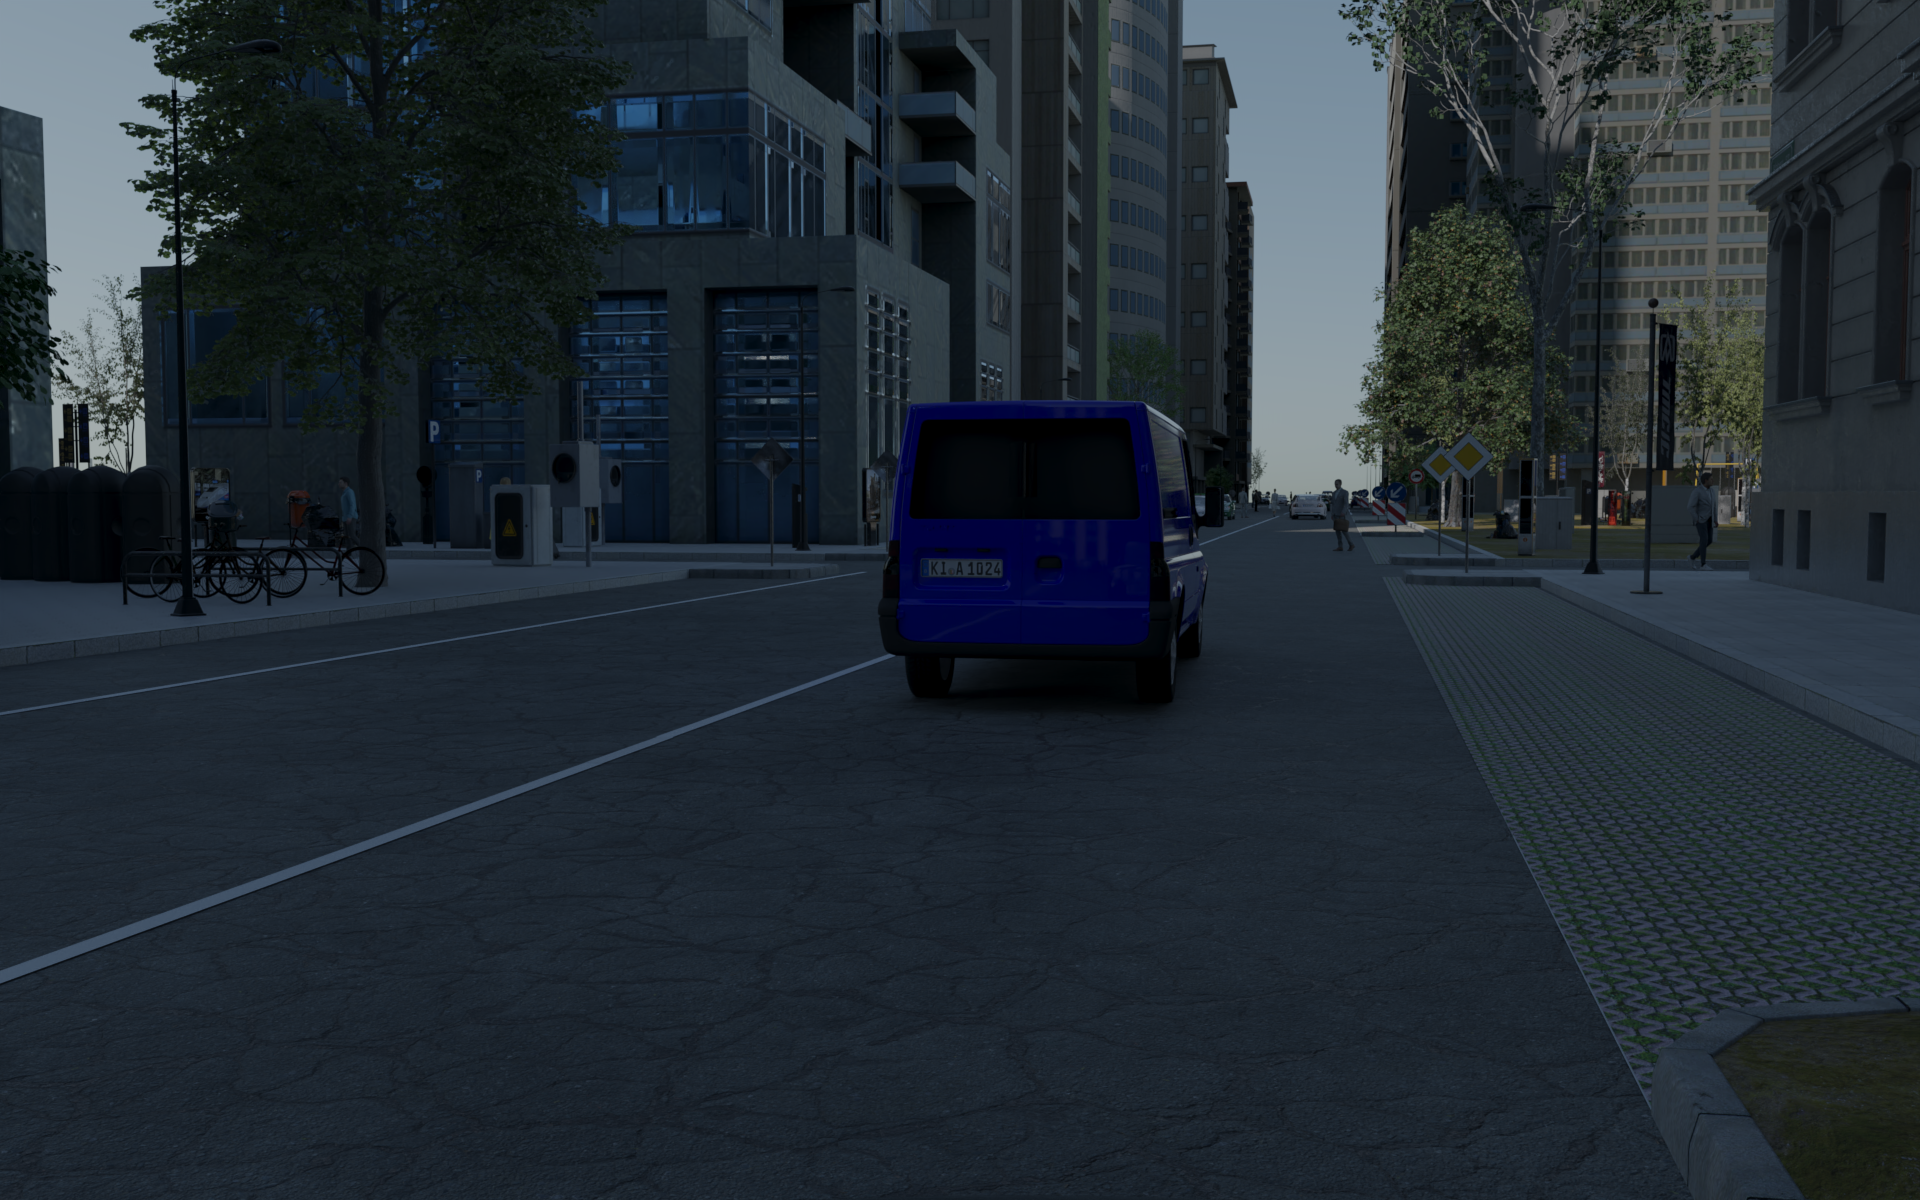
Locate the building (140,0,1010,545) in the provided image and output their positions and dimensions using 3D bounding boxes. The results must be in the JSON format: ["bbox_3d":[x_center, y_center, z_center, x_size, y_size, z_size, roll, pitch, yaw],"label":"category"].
[{"bbox_3d":[-10.152,-45.602,58.265,22.319,86.520,31.000,1,4,12],"label":"building"}]

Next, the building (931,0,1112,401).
[{"bbox_3d":[-0.150,-24.775,88.669,14.154,41.232,14.086,1,4,12],"label":"building"}]

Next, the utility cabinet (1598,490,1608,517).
[{"bbox_3d":[35.016,-5.219,94.002,1.173,1.500,0.318,-1,4,-20],"label":"utility cabinet"}]

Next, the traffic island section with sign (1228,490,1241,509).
[{"bbox_3d":[25.519,-9.391,162.174,1.989,1.847,2.006,1,4,12],"label":"traffic island section with sign"}]

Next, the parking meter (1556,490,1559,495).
[{"bbox_3d":[34.204,-5.533,98.877,0.372,1.533,0.369,0,3,0],"label":"parking meter"}]

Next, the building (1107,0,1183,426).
[{"bbox_3d":[4.551,-35.807,127.448,21.231,58.520,28.212,1,4,12],"label":"building"}]

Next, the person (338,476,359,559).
[{"bbox_3d":[-13.315,-1.800,37.943,0.620,1.820,0.660,-2,4,-35],"label":"person"}]

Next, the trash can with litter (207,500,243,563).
[{"bbox_3d":[-13.779,-1.291,32.497,0.624,1.170,1.055,-1,4,-22],"label":"trash can with litter"}]

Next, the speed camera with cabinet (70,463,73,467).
[{"bbox_3d":[-32.147,-4.268,64.115,2.038,3.252,0.660,-3,5,-39],"label":"speed camera with cabinet"}]

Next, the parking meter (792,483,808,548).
[{"bbox_3d":[-3.814,-2.007,41.230,0.372,1.533,0.369,0,3,0],"label":"parking meter"}]

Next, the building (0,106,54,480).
[{"bbox_3d":[-33.222,-43.255,19.892,31.000,86.520,22.319,1,4,12],"label":"building"}]

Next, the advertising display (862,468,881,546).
[{"bbox_3d":[-2.189,-2.300,42.821,0.123,1.923,0.974,1,4,18],"label":"advertising display"}]

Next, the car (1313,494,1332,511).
[{"bbox_3d":[30.212,-8.186,145.635,2.131,1.459,4.920,1,4,12],"label":"car"}]

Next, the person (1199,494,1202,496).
[{"bbox_3d":[16.233,-6.468,117.467,0.599,1.433,0.991,2,4,33],"label":"person"}]

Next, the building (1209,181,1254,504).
[{"bbox_3d":[28.662,-35.704,238.384,22.147,44.769,28.867,1,4,12],"label":"building"}]

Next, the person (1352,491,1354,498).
[{"bbox_3d":[50.388,-13.039,221.779,0.705,1.812,1.348,2,4,24],"label":"person"}]

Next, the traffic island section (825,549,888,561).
[{"bbox_3d":[-1.641,-0.993,38.521,2.009,0.180,2.903,1,4,12],"label":"traffic island section"}]

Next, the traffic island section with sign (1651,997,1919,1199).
[{"bbox_3d":[2.478,0.324,3.324,1.989,1.847,2.006,1,4,12],"label":"traffic island section with sign"}]

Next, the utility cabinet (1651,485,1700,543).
[{"bbox_3d":[18.475,-2.209,44.794,1.173,1.500,0.318,1,4,18],"label":"utility cabinet"}]

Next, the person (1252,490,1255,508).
[{"bbox_3d":[30.396,-10.452,179.472,0.705,1.814,1.350,0,4,0],"label":"person"}]

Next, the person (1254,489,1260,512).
[{"bbox_3d":[24.156,-8.105,141.028,0.705,1.823,1.348,0,4,-8],"label":"person"}]

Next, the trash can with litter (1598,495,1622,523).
[{"bbox_3d":[29.424,-4.119,78.404,1.678,1.210,2.233,0,4,-5],"label":"trash can with litter"}]

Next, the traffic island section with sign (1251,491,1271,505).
[{"bbox_3d":[37.541,-12.738,216.892,1.989,1.847,2.006,1,4,12],"label":"traffic island section with sign"}]

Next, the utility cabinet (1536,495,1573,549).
[{"bbox_3d":[13.689,-1.778,40.229,1.020,1.237,0.306,-1,4,-9],"label":"utility cabinet"}]

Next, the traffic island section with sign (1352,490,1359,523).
[{"bbox_3d":[20.357,-4.655,84.743,1.989,1.847,2.006,1,4,12],"label":"traffic island section with sign"}]

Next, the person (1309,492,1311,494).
[{"bbox_3d":[42.594,-12.294,210.223,0.721,1.743,1.217,-1,4,-22],"label":"person"}]

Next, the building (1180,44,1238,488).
[{"bbox_3d":[18.392,-38.015,210.778,28.713,52.752,27.495,1,4,12],"label":"building"}]

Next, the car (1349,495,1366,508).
[{"bbox_3d":[41.052,-10.127,178.154,1.945,1.354,3.894,1,4,12],"label":"car"}]

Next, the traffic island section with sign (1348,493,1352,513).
[{"bbox_3d":[31.136,-7.654,133.778,1.989,1.847,2.006,1,4,12],"label":"traffic island section with sign"}]

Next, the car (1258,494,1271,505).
[{"bbox_3d":[38.766,-12.954,221.586,2.009,1.686,4.222,1,4,13],"label":"car"}]

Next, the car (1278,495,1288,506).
[{"bbox_3d":[39.622,-12.349,214.262,2.083,1.381,4.827,1,4,12],"label":"car"}]

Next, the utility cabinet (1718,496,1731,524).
[{"bbox_3d":[32.512,-3.864,74.342,1.020,1.237,0.306,2,4,31],"label":"utility cabinet"}]

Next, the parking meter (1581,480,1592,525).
[{"bbox_3d":[25.750,-4.001,71.128,0.399,1.863,0.255,-1,4,-15],"label":"parking meter"}]

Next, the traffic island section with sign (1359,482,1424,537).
[{"bbox_3d":[14.541,-3.036,58.262,1.989,1.847,2.006,1,4,12],"label":"traffic island section with sign"}]

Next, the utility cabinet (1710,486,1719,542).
[{"bbox_3d":[19.343,-2.247,45.409,1.173,1.500,0.318,-2,4,-28],"label":"utility cabinet"}]

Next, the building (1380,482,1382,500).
[{"bbox_3d":[77.077,-34.039,248.420,32.217,40.220,23.993,1,4,12],"label":"building"}]

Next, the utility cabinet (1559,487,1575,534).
[{"bbox_3d":[19.427,-2.865,55.519,0.318,1.500,1.173,1,4,9],"label":"utility cabinet"}]

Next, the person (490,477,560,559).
[{"bbox_3d":[-9.658,-1.802,38.176,1.509,1.804,0.699,1,4,18],"label":"person"}]

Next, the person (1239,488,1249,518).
[{"bbox_3d":[17.178,-5.893,104.953,0.635,1.810,0.391,2,4,34],"label":"person"}]

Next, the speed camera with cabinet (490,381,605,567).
[{"bbox_3d":[-7.358,-2.218,30.606,2.038,3.252,0.660,2,4,27],"label":"speed camera with cabinet"}]

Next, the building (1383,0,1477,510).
[{"bbox_3d":[52.796,-33.331,168.658,21.300,48.544,21.600,1,4,12],"label":"building"}]

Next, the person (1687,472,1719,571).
[{"bbox_3d":[13.927,-1.482,32.577,0.661,1.843,0.795,-2,4,-23],"label":"person"}]

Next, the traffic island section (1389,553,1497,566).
[{"bbox_3d":[9.973,-0.838,35.975,2.009,0.180,2.903,1,4,12],"label":"traffic island section"}]

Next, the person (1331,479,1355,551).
[{"bbox_3d":[9.560,-2.140,43.602,0.853,1.813,0.709,-2,4,-35],"label":"person"}]

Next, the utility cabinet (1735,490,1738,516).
[{"bbox_3d":[44.387,-5.454,97.857,1.173,1.500,0.318,-1,4,-17],"label":"utility cabinet"}]

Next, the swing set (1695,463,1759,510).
[{"bbox_3d":[39.068,-5.559,88.515,3.119,2.851,2.862,2,4,30],"label":"swing set"}]

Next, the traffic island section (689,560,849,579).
[{"bbox_3d":[-3.354,-0.516,30.722,2.009,0.180,2.903,1,4,12],"label":"traffic island section"}]

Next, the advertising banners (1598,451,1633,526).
[{"bbox_3d":[26.413,-4.514,69.985,0.090,3.025,2.074,-1,4,-23],"label":"advertising banners"}]

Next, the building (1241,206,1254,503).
[{"bbox_3d":[36.403,-37.221,258.677,14.600,45.320,14.200,1,4,12],"label":"building"}]

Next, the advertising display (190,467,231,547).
[{"bbox_3d":[-18.261,-2.265,42.239,0.123,1.923,0.974,2,4,35],"label":"advertising display"}]

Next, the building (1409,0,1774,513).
[{"bbox_3d":[48.934,-26.334,122.448,32.217,40.220,23.993,1,4,12],"label":"building"}]

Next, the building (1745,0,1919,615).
[{"bbox_3d":[15.534,-13.796,12.961,14.401,28.519,23.554,1,4,12],"label":"building"}]

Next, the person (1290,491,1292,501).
[{"bbox_3d":[45.706,-14.109,239.275,0.705,1.812,1.348,1,4,16],"label":"person"}]

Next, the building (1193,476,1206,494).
[{"bbox_3d":[8.386,-29.542,174.900,32.217,40.220,23.993,1,4,12],"label":"building"}]

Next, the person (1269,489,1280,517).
[{"bbox_3d":[19.618,-6.074,108.165,0.694,1.780,0.624,3,5,40],"label":"person"}]

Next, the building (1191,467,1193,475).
[{"bbox_3d":[9.841,-43.584,150.848,20.563,71.187,20.611,1,4,12],"label":"building"}]

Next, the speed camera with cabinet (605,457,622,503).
[{"bbox_3d":[-9.016,-2.944,42.474,0.660,3.252,2.038,1,4,16],"label":"speed camera with cabinet"}]

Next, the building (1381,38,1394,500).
[{"bbox_3d":[65.631,-41.694,223.694,21.231,58.520,28.212,1,4,12],"label":"building"}]

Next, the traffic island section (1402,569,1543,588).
[{"bbox_3d":[8.260,-0.361,28.175,2.009,0.180,2.903,1,4,12],"label":"traffic island section"}]
